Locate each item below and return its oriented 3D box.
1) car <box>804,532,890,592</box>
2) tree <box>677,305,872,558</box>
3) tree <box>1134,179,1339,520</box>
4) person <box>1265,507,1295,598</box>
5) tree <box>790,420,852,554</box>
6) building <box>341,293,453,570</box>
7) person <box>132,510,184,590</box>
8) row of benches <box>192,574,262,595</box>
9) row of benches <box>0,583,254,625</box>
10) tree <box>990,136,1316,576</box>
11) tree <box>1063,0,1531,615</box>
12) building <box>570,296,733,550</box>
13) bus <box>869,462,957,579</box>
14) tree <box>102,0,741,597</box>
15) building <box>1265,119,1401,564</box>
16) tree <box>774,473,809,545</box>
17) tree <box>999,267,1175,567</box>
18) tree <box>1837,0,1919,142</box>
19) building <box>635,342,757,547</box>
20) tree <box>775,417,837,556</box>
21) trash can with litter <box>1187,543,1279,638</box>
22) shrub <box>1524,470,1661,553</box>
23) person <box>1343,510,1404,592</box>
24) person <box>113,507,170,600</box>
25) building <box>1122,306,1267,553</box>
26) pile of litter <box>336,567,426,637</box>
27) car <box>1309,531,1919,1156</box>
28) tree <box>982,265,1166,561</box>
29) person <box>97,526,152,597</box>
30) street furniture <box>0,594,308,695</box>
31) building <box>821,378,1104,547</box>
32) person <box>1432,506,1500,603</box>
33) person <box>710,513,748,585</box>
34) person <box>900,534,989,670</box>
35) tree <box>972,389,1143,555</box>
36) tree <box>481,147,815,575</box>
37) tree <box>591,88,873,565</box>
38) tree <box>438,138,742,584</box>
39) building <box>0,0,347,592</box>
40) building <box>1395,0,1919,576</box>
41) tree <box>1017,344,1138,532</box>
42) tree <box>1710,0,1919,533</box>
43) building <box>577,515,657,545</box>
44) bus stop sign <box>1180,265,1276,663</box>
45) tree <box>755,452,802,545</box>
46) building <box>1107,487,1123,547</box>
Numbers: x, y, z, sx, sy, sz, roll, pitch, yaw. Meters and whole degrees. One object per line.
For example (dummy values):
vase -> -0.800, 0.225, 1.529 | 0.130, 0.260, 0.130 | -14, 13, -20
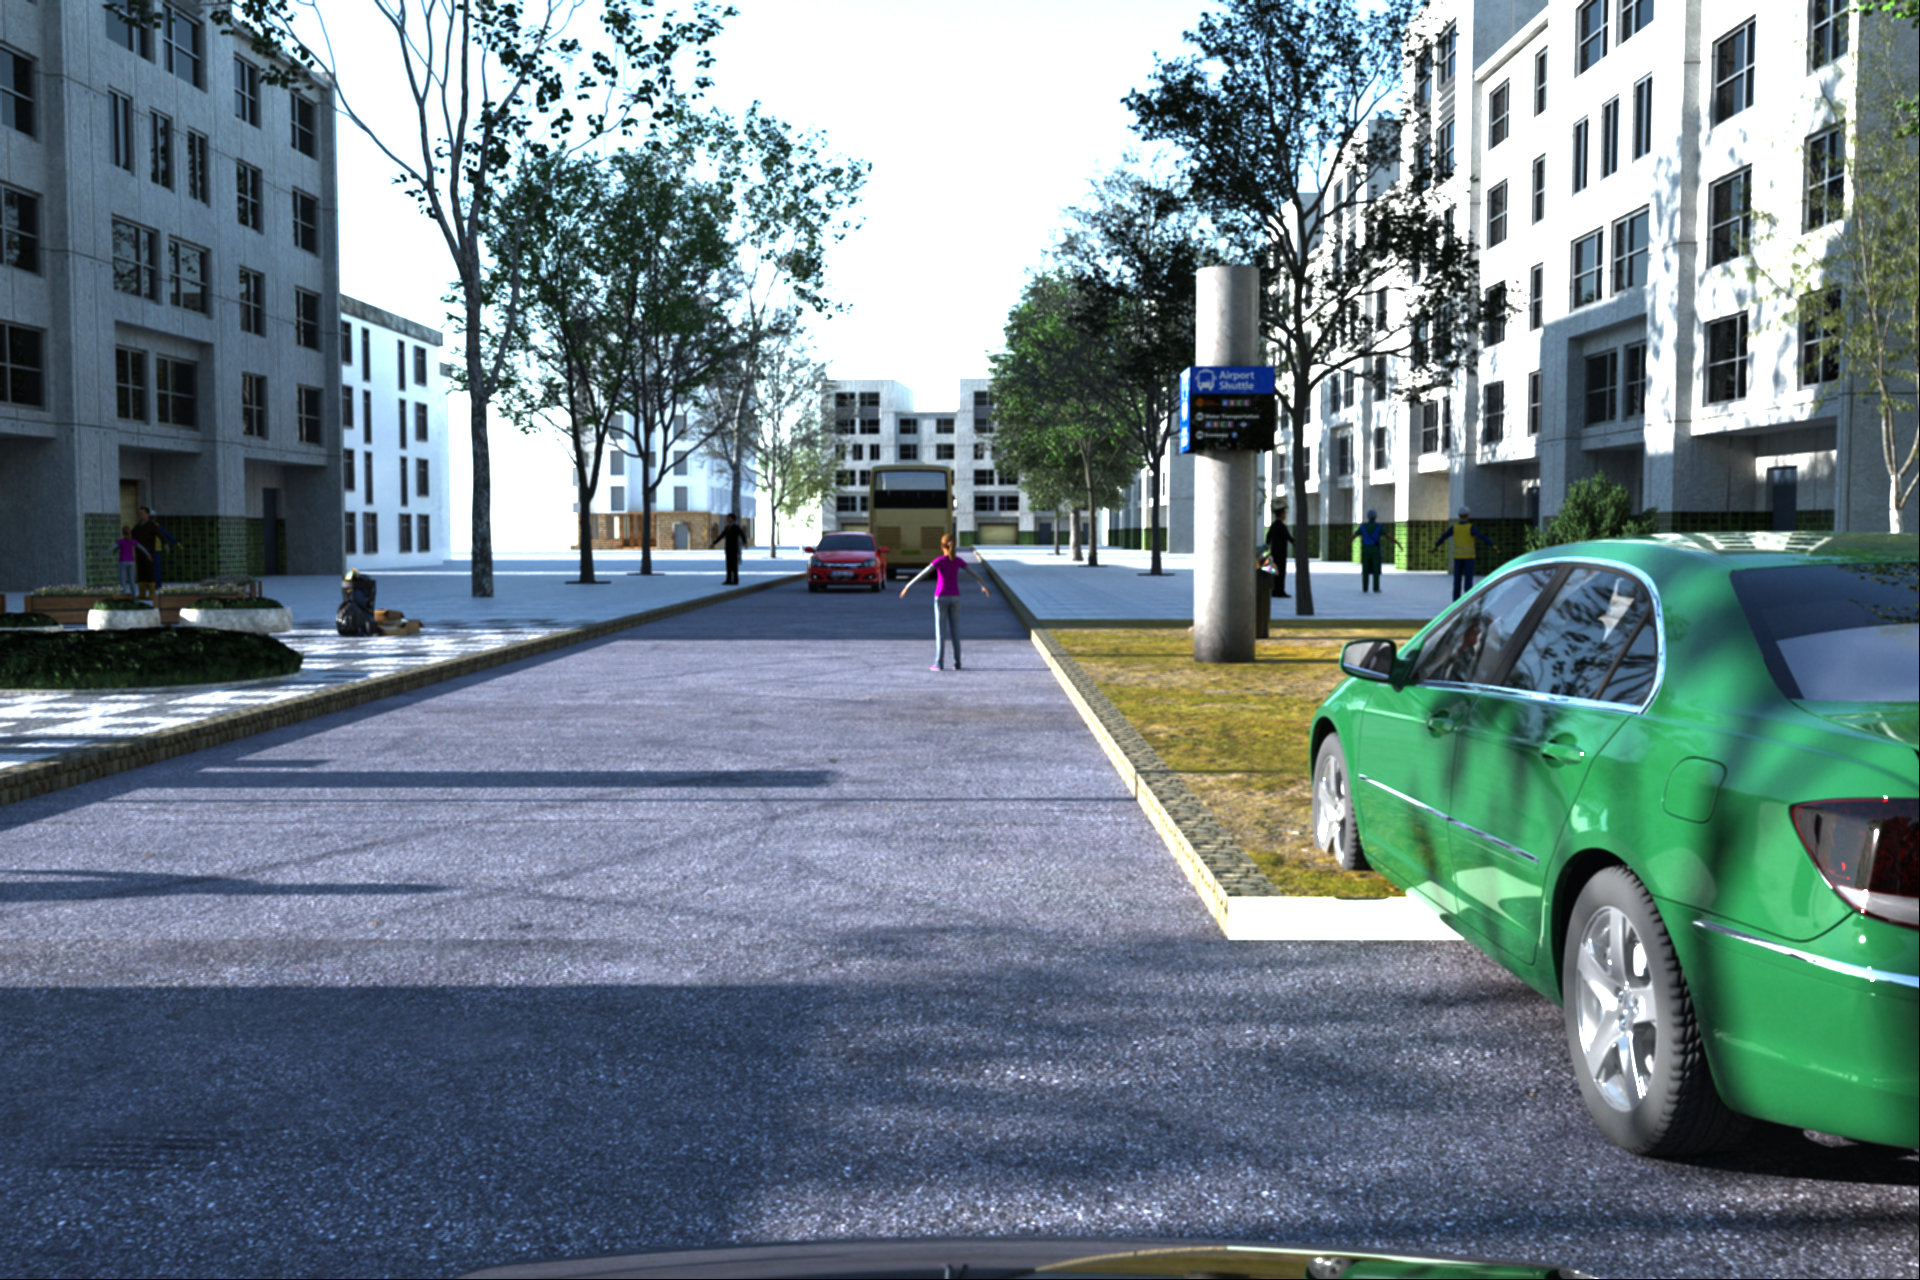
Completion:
car -> -2.840, -2.139, 44.014 | 2.155, 1.783, 4.494 | 0, 4, 0
tree -> -9.851, -11.096, 91.789 | 12.009, 13.543, 11.850 | 0, 3, 0
tree -> 5.280, -5.264, 36.431 | 4.360, 8.622, 3.978 | 0, 3, 0
person -> 6.497, -1.783, 35.081 | 0.705, 1.837, 1.347 | -1, 4, -20
tree -> -9.114, -9.718, 109.259 | 4.737, 8.622, 4.395 | 0, 3, 0
building -> -26.004, -7.951, 72.147 | 9.099, 9.664, 28.070 | 0, 3, 0
person -> -18.451, -2.057, 39.596 | 1.349, 1.833, 0.705 | 0, 4, 3
row of benches -> -10.729, -0.604, 25.337 | 1.422, 0.672, 4.104 | -1, 4, -17
row of benches -> -10.724, -0.355, 21.273 | 4.104, 0.672, 1.422 | -1, 4, -12
tree -> 6.050, -8.757, 53.548 | 12.009, 13.543, 11.850 | 0, 3, 0
tree -> 5.119, -5.670, 27.114 | 7.601, 10.594, 8.767 | 0, 4, -2
building -> -24.830, -17.267, 138.741 | 16.016, 20.090, 11.380 | 0, 4, -1
bus -> -1.525, -4.091, 58.427 | 2.896, 3.916, 12.252 | 0, 4, 0
tree -> -10.495, -10.860, 33.447 | 12.611, 20.169, 13.585 | 0, 3, 0
building -> 25.704, -13.216, 82.543 | 16.747, 18.905, 31.486 | 0, 4, 0
tree -> -19.070, -15.083, 196.962 | 4.737, 8.622, 4.395 | 0, 3, 0
tree -> 5.108, -8.709, 68.140 | 9.928, 11.665, 9.643 | 0, 3, 0
tree -> 10.580, -5.361, 13.411 | 9.928, 11.665, 9.643 | 0, 3, 0
building -> -26.836, -19.309, 172.121 | 16.016, 20.090, 11.380 | 0, 4, 1
tree -> -9.488, -9.332, 102.939 | 4.360, 8.622, 3.978 | 0, 3, 0
trash can with litter -> 3.337, -0.602, 21.236 | 1.055, 1.170, 0.624 | 0, 4, 0
shrub -> 7.800, -1.058, 21.344 | 1.661, 2.075, 1.752 | 0, 3, 0
person -> 9.075, -1.957, 38.131 | 1.347, 1.817, 0.704 | 2, 4, 29
person -> -15.842, -1.682, 33.631 | 1.346, 1.812, 0.704 | 1, 4, 19
building -> 22.583, -16.379, 134.257 | 16.747, 18.905, 31.486 | 0, 4, 0
pile of litter -> -7.511, -0.516, 22.405 | 1.176, 0.858, 1.719 | 0, 4, 0
car -> 2.396, 0.389, 5.437 | 2.131, 1.459, 4.920 | 0, 4, -1
tree -> 5.494, -10.697, 81.549 | 9.857, 13.997, 8.962 | 0, 3, 0
person -> -15.269, -1.371, 31.686 | 0.599, 1.433, 0.991 | 3, 5, 41
street furniture -> -11.002, 0.009, 15.481 | 10.072, 0.657, 5.734 | -1, 4, -10
building -> 0.824, -20.424, 202.846 | 31.486, 18.905, 16.747 | 0, 4, 6
person -> 8.905, -1.472, 30.529 | 1.216, 1.772, 0.721 | 2, 4, 35
person -> -5.795, -2.299, 43.773 | 1.347, 1.806, 0.705 | 3, 5, 40
person -> -0.148, -0.404, 18.327 | 0.991, 1.433, 0.599 | -1, 4, -20
tree -> 5.837, -11.866, 104.386 | 12.009, 13.543, 11.850 | 0, 3, 0
tree -> -9.768, -8.802, 54.288 | 12.009, 13.543, 11.850 | 0, 3, 0
tree -> -9.921, -13.317, 73.625 | 12.611, 20.169, 13.585 | 0, 3, 0
tree -> -9.605, -7.278, 44.752 | 9.928, 11.665, 9.643 | 0, 3, 0
building -> -27.993, -10.520, 38.455 | 16.747, 18.905, 31.486 | 0, 4, 1
building -> 23.807, -10.943, 45.374 | 16.747, 18.905, 31.486 | 0, 4, 0
tree -> 6.407, -10.659, 92.403 | 7.486, 12.596, 7.792 | 0, 3, 0
tree -> 12.503, -4.424, 22.688 | 4.360, 8.622, 3.978 | 0, 3, 0
building -> -27.978, -18.264, 155.034 | 16.016, 20.090, 11.380 | 0, 4, 0
bus stop sign -> 2.667, -1.733, 17.355 | 0.837, 3.901, 0.837 | 0, 4, 1
tree -> -21.518, -16.987, 203.485 | 9.928, 11.665, 9.643 | 0, 3, 0
building -> 24.232, -18.667, 171.659 | 16.747, 18.905, 31.486 | 0, 4, 0
